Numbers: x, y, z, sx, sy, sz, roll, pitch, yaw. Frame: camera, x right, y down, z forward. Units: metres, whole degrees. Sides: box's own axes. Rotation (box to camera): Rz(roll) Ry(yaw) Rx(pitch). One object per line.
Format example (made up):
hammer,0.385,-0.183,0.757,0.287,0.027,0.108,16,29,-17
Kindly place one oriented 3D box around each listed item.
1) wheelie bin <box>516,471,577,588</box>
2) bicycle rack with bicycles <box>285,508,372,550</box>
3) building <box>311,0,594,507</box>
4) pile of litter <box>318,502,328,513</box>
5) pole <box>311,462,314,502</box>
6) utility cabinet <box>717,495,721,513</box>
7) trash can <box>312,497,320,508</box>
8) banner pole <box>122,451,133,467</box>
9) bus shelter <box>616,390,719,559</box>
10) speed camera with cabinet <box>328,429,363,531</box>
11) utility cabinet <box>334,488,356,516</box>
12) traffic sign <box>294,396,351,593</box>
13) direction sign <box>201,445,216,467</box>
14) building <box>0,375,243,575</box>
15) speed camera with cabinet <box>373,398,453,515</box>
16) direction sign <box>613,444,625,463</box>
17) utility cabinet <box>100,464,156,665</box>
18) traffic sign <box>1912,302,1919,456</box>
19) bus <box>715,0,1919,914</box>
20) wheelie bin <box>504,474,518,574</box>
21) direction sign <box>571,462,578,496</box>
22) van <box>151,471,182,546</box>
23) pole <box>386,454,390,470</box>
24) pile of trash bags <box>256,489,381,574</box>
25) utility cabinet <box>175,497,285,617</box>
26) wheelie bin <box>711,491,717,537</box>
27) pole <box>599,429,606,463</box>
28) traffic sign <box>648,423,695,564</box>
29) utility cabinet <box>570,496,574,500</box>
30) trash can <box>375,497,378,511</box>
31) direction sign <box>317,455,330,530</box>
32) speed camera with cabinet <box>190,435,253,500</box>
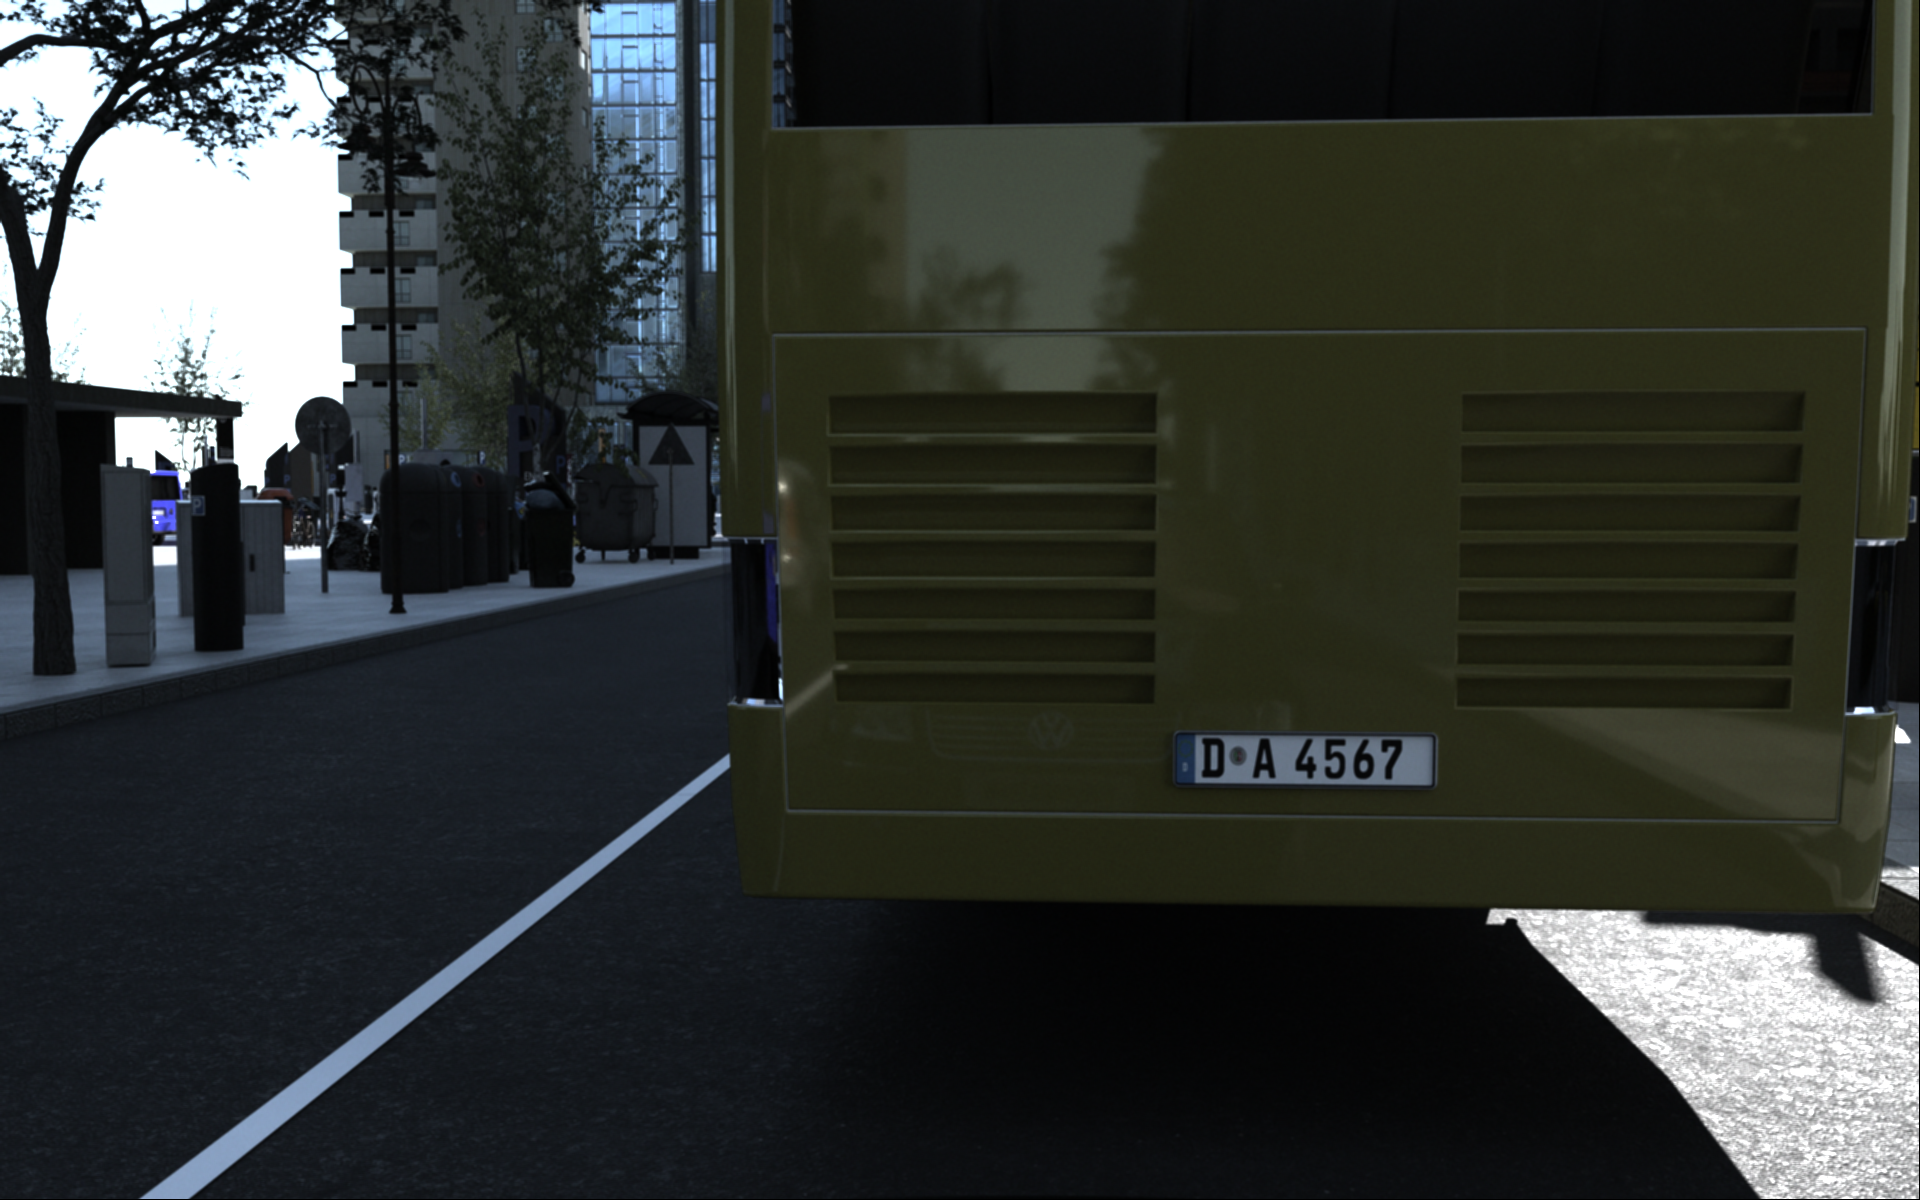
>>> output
wheelie bin,-5.671,-0.979,23.915,0.693,1.594,0.980,-1,4,-20
bicycle rack with bicycles,-15.035,-1.669,40.674,2.852,0.926,2.925,0,4,1
building,-48.057,-36.060,178.819,27.495,52.752,28.713,0,4,4
pile of litter,-42.596,-6.199,115.320,1.176,0.858,1.719,3,5,40
pole,-40.580,-7.006,108.396,0.158,3.312,0.155,0,3,0
utility cabinet,-16.096,-6.421,116.142,0.306,1.237,1.020,-1,4,-14
trash can,-36.016,-5.253,97.542,0.748,1.137,0.748,0,3,0
banner pole,-48.899,-6.834,101.745,0.401,3.779,0.863,2,4,31
bus shelter,-5.542,-2.613,36.653,2.014,3.302,5.546,0,4,4
speed camera with cabinet,-18.837,-3.588,53.005,0.660,3.252,2.038,-2,4,-33
utility cabinet,-23.881,-3.592,67.415,0.318,1.500,1.173,1,4,13
traffic sign,-8.277,-1.369,22.497,0.768,2.556,0.104,0,4,6
direction sign,-35.013,-5.429,80.767,0.379,3.537,0.876,1,4,17
building,-28.456,-22.428,21.330,28.867,44.769,22.147,0,4,4
speed camera with cabinet,-11.030,-2.494,35.121,0.660,3.252,2.038,1,4,13
direction sign,-15.540,-5.323,79.030,0.876,3.537,0.379,3,5,43
utility cabinet,-6.367,-0.283,13.305,0.318,1.500,1.173,-1,4,-23
traffic sign,6.081,-1.078,11.495,2.265,3.308,0.079,0,4,5
bus,1.099,-1.108,9.670,2.896,3.916,12.252,0,4,4
wheelie bin,-7.452,-1.219,27.834,0.980,1.594,0.693,0,4,-2
direction sign,-27.514,-7.990,122.633,0.876,3.537,0.379,-1,4,-17
van,-23.308,-2.517,45.536,5.245,2.365,2.240,0,4,3
pole,-29.466,-5.836,89.257,0.158,3.312,0.155,0,3,0
pile of trash bags,-10.083,-1.183,29.094,3.447,1.369,1.912,-3,5,-44
utility cabinet,-7.757,-0.444,18.423,1.020,1.237,0.306,-2,4,-31
wheelie bin,-7.729,-2.712,52.248,0.693,1.594,0.980,-2,4,-24
pole,-11.171,-3.688,54.142,0.158,3.312,0.155,0,3,0
traffic sign,-5.258,-1.929,31.546,0.884,2.594,0.081,1,4,11
utility cabinet,-15.462,-3.458,67.694,0.306,1.237,1.020,1,4,14
trash can,-24.503,-3.792,73.652,0.748,1.137,0.748,0,3,0
direction sign,-22.204,-4.185,60.428,0.876,3.537,0.379,3,5,43
speed camera with cabinet,-25.196,-3.961,59.104,0.660,3.252,2.038,2,4,31
